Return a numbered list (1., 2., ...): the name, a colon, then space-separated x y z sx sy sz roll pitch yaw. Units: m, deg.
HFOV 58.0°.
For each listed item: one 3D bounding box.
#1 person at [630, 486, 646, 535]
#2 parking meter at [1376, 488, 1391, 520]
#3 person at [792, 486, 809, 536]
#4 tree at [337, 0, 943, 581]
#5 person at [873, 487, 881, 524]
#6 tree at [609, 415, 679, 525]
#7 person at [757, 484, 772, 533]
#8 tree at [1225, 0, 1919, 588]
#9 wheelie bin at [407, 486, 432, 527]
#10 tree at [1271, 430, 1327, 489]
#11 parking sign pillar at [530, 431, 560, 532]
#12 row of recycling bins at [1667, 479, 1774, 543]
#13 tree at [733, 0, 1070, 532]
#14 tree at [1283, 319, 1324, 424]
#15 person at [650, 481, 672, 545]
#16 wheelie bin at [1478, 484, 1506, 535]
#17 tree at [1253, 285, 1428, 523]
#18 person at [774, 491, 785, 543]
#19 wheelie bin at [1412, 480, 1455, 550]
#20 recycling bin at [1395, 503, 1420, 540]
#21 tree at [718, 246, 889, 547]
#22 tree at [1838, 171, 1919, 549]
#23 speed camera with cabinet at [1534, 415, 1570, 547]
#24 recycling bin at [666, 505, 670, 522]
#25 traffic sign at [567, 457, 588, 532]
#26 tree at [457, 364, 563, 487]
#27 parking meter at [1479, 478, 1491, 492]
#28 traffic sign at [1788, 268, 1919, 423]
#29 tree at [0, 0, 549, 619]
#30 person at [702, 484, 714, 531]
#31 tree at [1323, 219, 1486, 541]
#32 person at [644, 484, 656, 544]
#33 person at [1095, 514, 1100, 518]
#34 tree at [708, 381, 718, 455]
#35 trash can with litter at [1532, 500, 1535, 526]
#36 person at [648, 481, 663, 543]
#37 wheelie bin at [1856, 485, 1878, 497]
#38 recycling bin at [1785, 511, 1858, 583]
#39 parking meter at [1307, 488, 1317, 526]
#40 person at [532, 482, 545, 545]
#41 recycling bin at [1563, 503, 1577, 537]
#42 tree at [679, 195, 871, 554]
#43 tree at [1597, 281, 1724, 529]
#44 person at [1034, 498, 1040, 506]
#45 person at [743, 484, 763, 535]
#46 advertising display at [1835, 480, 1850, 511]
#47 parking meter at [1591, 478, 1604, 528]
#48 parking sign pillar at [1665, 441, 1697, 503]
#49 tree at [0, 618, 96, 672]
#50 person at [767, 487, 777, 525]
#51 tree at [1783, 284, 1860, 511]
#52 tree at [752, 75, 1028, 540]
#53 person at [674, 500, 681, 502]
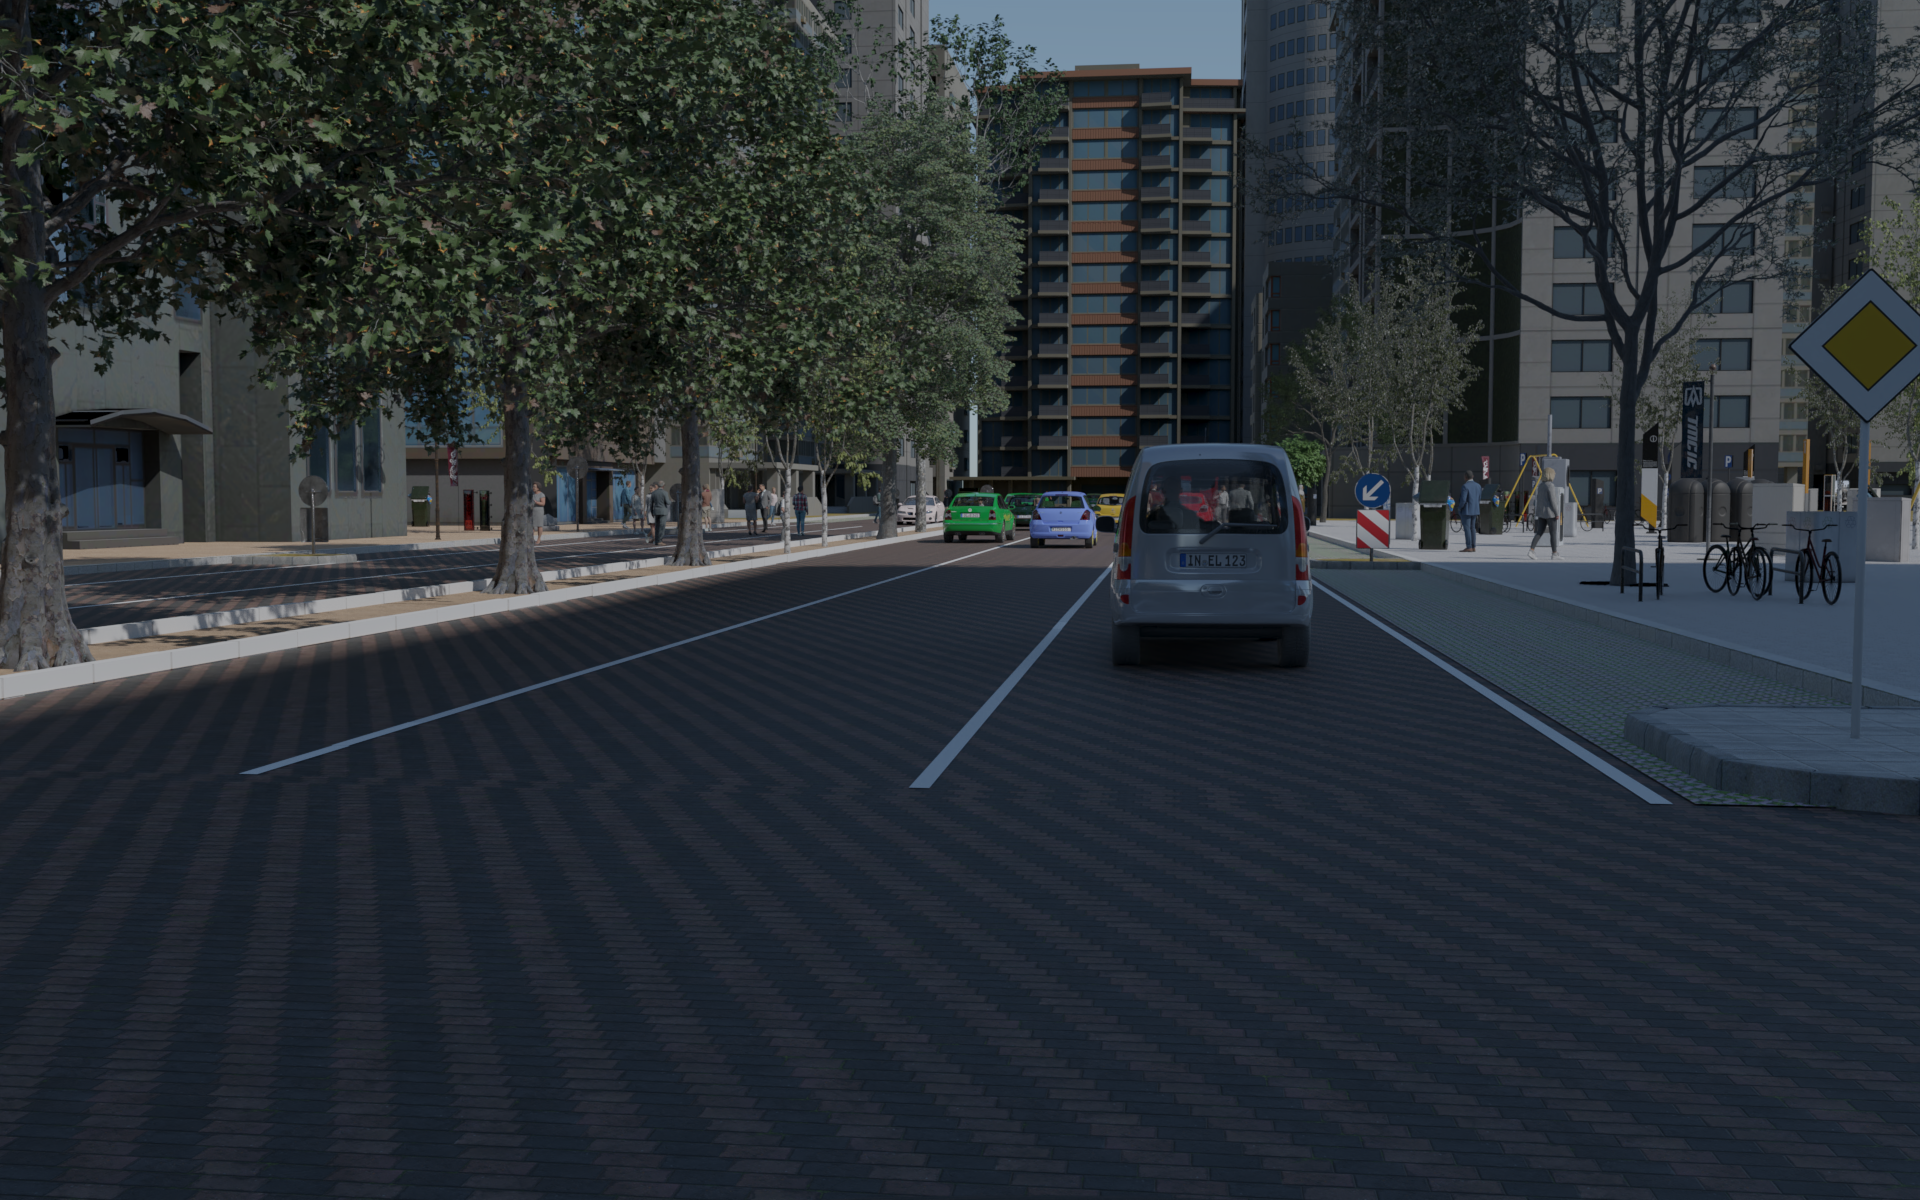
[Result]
1. person: -11.439 -3.169 61.322 0.522 1.701 0.512 2 4 28
2. parking meter: 10.825 -2.195 44.305 0.372 1.533 0.369 0 3 0
3. person: -5.533 -3.095 59.938 0.563 1.720 0.643 1 4 15
4. tree: -5.373 -7.031 34.417 9.611 12.733 9.660 0 3 0
5. person: -3.885 -4.594 83.966 0.721 1.781 0.623 -1 4 -14
6. tree: -12.996 -7.381 71.036 4.360 8.622 3.978 0 3 0
7. person: -7.292 -3.410 64.431 0.473 1.802 0.592 -3 4 -36
8. tree: 9.382 -6.950 24.010 12.009 13.543 11.850 0 3 0
9. wheelie bin: -21.138 -3.666 67.842 0.980 1.594 0.693 0 4 -3
10. tree: 17.427 -6.472 89.532 4.285 4.588 4.351 0 3 0
11. parking sign pillar: -14.565 -4.357 59.706 1.447 3.967 1.447 3 5 42
12. row of recycling bins: 20.521 -2.408 46.486 3.534 1.692 1.069 -2 4 -24
13. tree: -2.573 -12.653 65.218 12.611 20.169 13.585 0 3 0
14. tree: 12.853 -6.431 55.504 4.360 8.622 3.978 0 3 0
15. person: -8.342 -2.434 48.479 0.661 1.801 0.590 1 4 22
16. wheelie bin: 16.790 -2.863 54.713 0.693 1.594 0.980 -2 4 -24
17. tree: 16.555 -8.743 77.363 7.601 10.594 8.767 3 5 44
18. person: -5.083 -2.385 50.091 0.523 1.515 0.503 -3 4 -36
19. wheelie bin: 10.956 -1.966 40.050 0.980 1.594 0.693 2 4 25
20. recycling bin: 12.776 -2.219 48.832 0.722 1.027 0.722 -3 5 -40
21. tree: -3.666 -5.732 46.544 4.737 8.622 4.395 0 3 0
22. tree: 22.396 -5.475 39.878 4.737 8.622 4.395 0 3 0
23. speed camera with cabinet: 14.574 -2.949 42.559 0.660 3.252 2.038 2 4 26
24. recycling bin: -13.728 -4.148 80.366 0.722 1.027 0.722 -1 4 -12
25. traffic sign: -12.987 -3.588 58.767 0.768 2.556 0.104 1 4 9
26. tree: -14.268 -6.431 55.514 4.737 8.622 4.395 0 3 0
27. parking meter: 18.877 -3.465 62.356 0.399 1.863 0.255 2 4 33
28. traffic sign: 4.724 -0.417 9.012 0.795 2.593 0.064 0 4 7
29. tree: -6.369 -6.441 24.773 9.611 12.733 9.660 0 3 0
30. person: -9.823 -3.585 67.097 0.573 1.828 0.580 -1 4 -10
31. tree: 12.382 -5.924 47.220 4.360 8.622 3.978 0 3 0
32. person: -8.820 -2.466 49.576 0.760 1.731 0.466 3 5 42
33. person: 5.092 -3.321 68.302 1.012 1.151 0.738 -1 4 -12
34. tree: -10.917 -8.002 81.198 4.737 8.622 4.395 0 3 0
35. trash can with litter: 19.228 -2.799 57.150 0.624 1.170 1.055 1 4 22
36. person: -8.988 -2.580 50.866 0.511 1.800 0.466 1 4 15
37. wheelie bin: 29.760 -2.989 56.772 0.693 1.594 0.980 2 4 29
38. recycling bin: 12.591 -0.780 25.302 0.722 1.027 0.722 -1 4 -10
39. parking meter: 14.263 -3.779 70.190 0.372 1.533 0.369 0 3 0
40. person: -12.099 -2.453 48.969 0.716 1.782 0.532 2 4 26
41. recycling bin: 18.018 -2.396 51.735 0.722 1.027 0.722 2 4 25
42. tree: -4.130 -5.425 41.514 4.360 8.622 3.978 0 3 0
43. tree: 24.599 -6.735 60.484 4.360 8.622 3.978 0 3 0
44. person: 2.760 -2.898 60.156 0.394 1.301 0.425 0 3 0
45. person: -7.189 -3.157 60.470 0.716 1.782 0.532 1 4 13
46. advertising display: 39.845 -4.479 78.446 0.974 1.923 0.123 -1 4 -18
47. parking meter: 23.913 -3.623 64.948 0.399 1.863 0.255 -1 4 -16
48. parking sign pillar: 30.078 -5.124 72.247 1.447 3.967 1.447 -1 4 -18
49. tree: -7.667 -5.790 14.126 9.611 12.733 9.660 0 3 0
50. person: -8.707 -4.285 79.231 0.598 1.740 0.731 1 4 22
51. tree: 30.638 -6.708 60.039 4.360 8.622 3.978 0 3 0
52. tree: -2.274 -8.860 53.972 9.857 13.997 8.962 0 3 0
53. person: -10.512 -3.476 65.725 0.661 1.777 0.834 1 4 20
